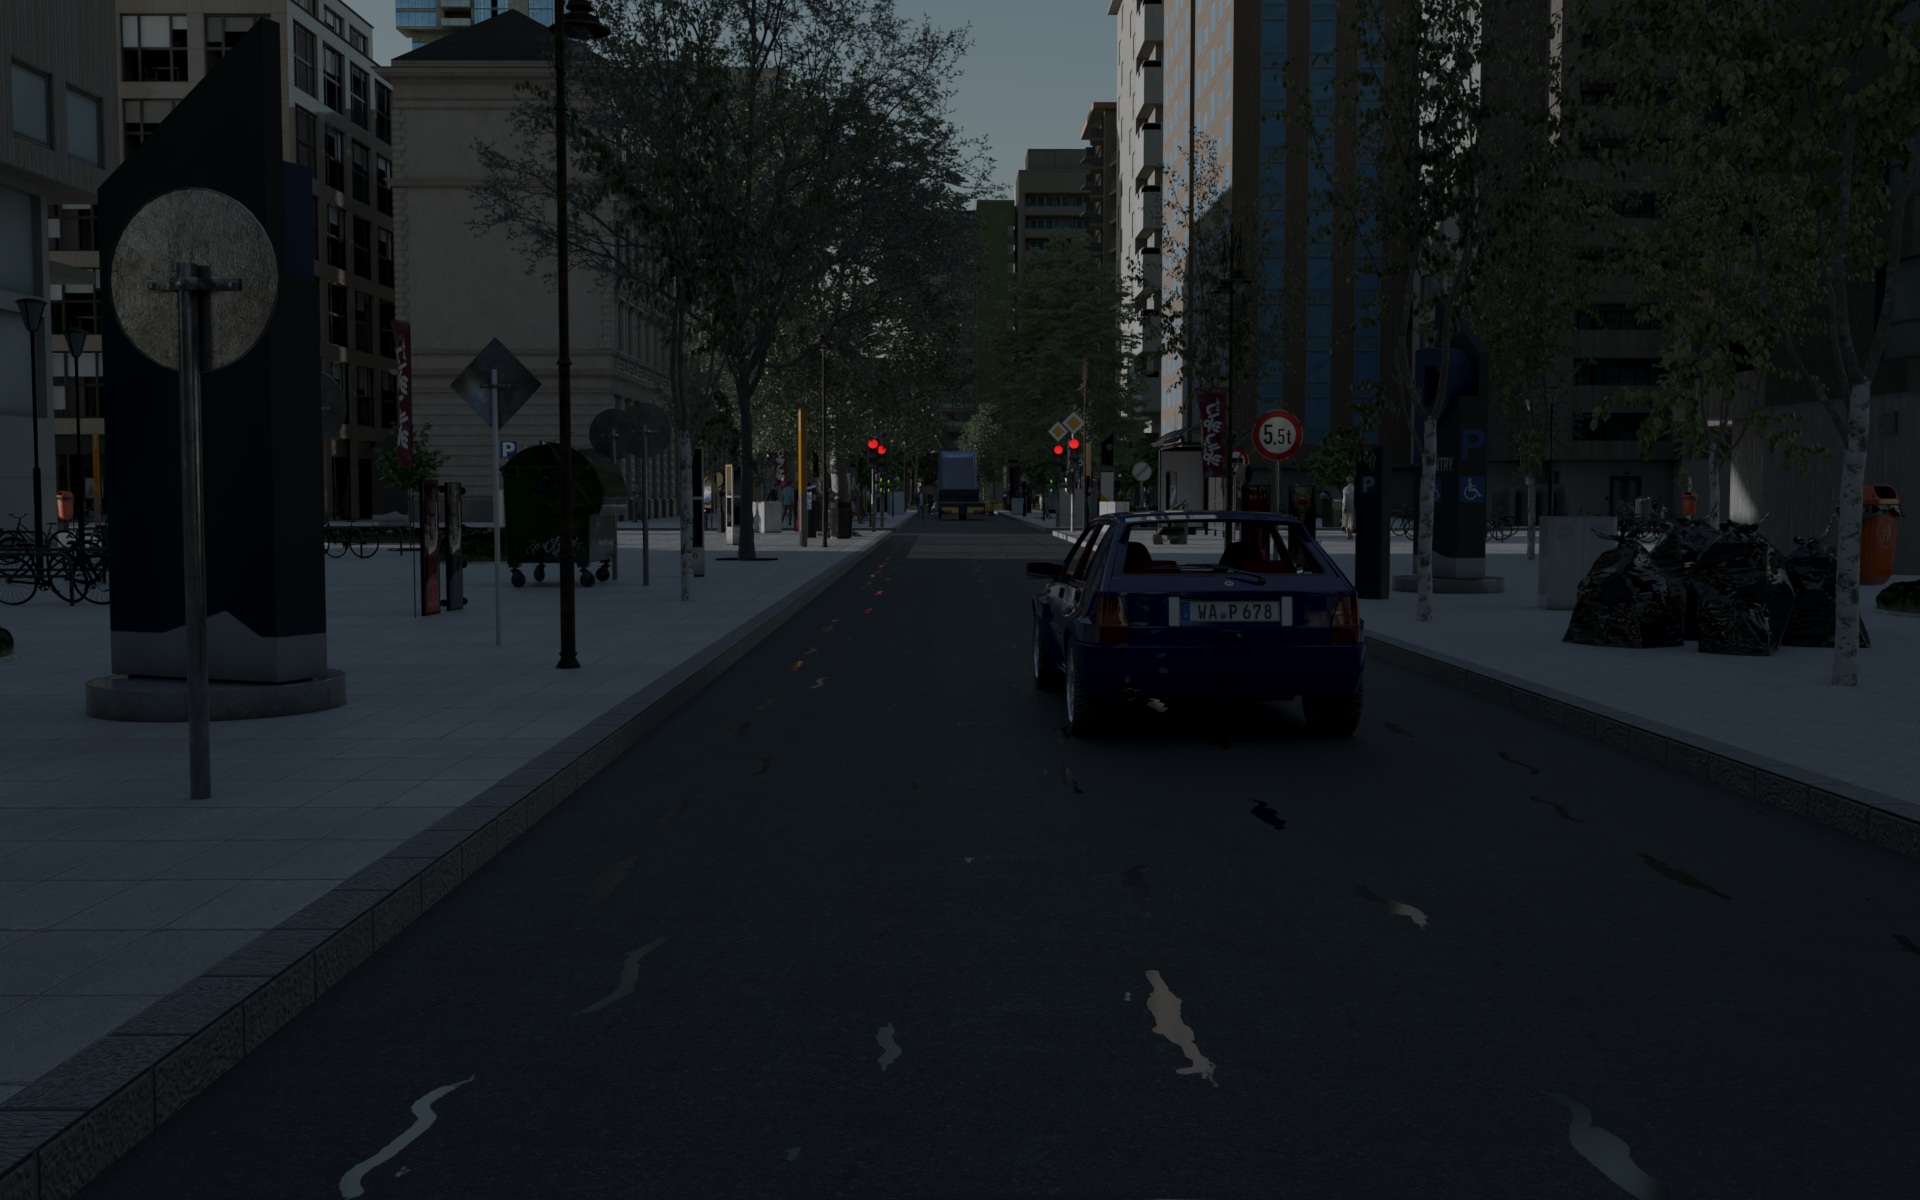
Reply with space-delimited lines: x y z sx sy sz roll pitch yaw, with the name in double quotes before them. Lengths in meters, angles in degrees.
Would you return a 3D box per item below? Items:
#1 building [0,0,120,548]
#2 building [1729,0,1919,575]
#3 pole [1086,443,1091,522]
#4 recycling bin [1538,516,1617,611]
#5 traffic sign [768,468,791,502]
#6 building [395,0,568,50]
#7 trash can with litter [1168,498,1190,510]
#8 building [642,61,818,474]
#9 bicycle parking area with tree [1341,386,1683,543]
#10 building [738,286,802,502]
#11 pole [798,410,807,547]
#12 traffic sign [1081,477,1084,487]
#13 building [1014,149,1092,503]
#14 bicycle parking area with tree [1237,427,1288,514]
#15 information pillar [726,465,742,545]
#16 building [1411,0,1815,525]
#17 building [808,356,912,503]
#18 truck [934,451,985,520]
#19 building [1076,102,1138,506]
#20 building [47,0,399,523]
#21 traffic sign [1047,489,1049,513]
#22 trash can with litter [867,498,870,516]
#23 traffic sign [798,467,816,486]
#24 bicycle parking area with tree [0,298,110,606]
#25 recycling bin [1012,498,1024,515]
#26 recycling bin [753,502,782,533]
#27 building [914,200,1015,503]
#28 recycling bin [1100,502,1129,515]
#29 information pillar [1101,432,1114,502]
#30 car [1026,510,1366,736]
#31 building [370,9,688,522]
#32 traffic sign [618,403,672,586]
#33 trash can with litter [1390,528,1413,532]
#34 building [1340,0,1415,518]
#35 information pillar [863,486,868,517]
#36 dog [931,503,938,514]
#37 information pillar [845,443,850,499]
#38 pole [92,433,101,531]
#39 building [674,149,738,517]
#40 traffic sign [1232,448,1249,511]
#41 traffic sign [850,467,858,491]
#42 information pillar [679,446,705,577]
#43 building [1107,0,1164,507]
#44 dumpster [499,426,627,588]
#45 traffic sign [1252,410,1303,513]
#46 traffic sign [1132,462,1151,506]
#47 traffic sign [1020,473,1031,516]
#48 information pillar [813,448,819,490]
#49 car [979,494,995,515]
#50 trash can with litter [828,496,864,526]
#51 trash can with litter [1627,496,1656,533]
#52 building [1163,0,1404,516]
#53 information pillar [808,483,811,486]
"building" -34.169 -26.929 29.529 27.495 52.752 28.713 0 4 -1
"building" 21.848 -16.004 33.368 14.160 30.474 14.107 0 4 -1
"pole" 5.120 -4.609 69.194 0.158 3.312 0.155 0 3 0
"recycling bin" 6.901 -0.418 19.382 0.722 1.027 0.722 1 4 10
"traffic sign" -6.957 -4.083 66.759 0.884 2.594 0.081 0 4 5
"building" -65.832 -57.025 245.027 31.000 86.520 22.319 0 4 -1
"trash can with litter" 5.323 -1.995 44.009 1.055 1.170 0.624 0 3 0
"building" -31.515 -35.173 194.679 30.456 49.044 23.786 0 4 -1
"bicycle parking area with tree" 16.205 -3.784 48.877 9.016 4.147 8.231 2 4 26
"building" -29.307 -19.067 156.777 27.650 21.520 28.899 0 4 -1
"pole" -3.809 -2.943 41.965 0.158 3.312 0.155 0 3 0
"traffic sign" 7.285 -6.063 101.266 0.606 2.300 0.079 1 4 8
"building" 18.318 -38.052 245.855 21.600 48.544 21.300 0 4 -1
"bicycle parking area with tree" 14.653 -5.338 74.277 8.231 4.147 9.016 1 4 11
"information pillar" -5.661 -2.381 43.421 0.304 2.012 0.304 -3 5 -41
"building" 30.956 -19.153 84.857 14.107 30.474 14.160 0 4 -1
"building" -21.652 -24.787 250.300 28.899 21.520 27.650 0 4 -1
"truck" -0.030 -6.936 103.166 2.967 4.110 18.799 0 4 -1
"building" 24.749 -32.860 191.892 22.147 44.769 28.867 0 4 -1
"building" -46.786 -17.240 86.392 34.151 26.468 19.350 0 4 -1
"traffic sign" 5.093 -6.110 99.999 0.768 2.556 0.104 0 4 4
"trash can with litter" -6.005 -5.486 100.753 2.233 1.210 1.678 -1 4 -19
"traffic sign" -7.183 -4.973 81.314 0.884 2.594 0.081 0 4 1
"bicycle parking area with tree" -13.285 -2.197 22.924 9.016 4.147 8.231 1 4 9
"recycling bin" 3.562 -5.721 106.100 0.722 1.027 0.722 1 4 11
"recycling bin" -6.391 -2.735 57.273 0.722 1.027 0.722 -3 5 -45
"building" 0.507 -34.190 242.607 14.086 41.232 14.154 0 4 -1
"recycling bin" 5.087 -2.721 57.039 0.722 1.027 0.722 3 5 45
"information pillar" 5.621 -4.561 65.924 0.504 3.616 0.183 1 4 15
"car" 1.450 0.060 11.605 1.945 1.354 3.894 0 4 -2
"building" -20.528 -15.771 86.734 11.050 23.489 19.941 0 4 -1
"traffic sign" -4.399 -1.473 24.186 0.768 2.556 0.104 0 4 2
"trash can with litter" 15.443 -2.922 58.840 2.233 1.210 1.678 0 4 6
"building" 21.381 -27.486 99.511 14.600 45.320 14.200 0 4 -1
"information pillar" -5.260 -6.391 95.847 0.183 3.616 0.504 -1 4 -20
"dog" -2.024 -6.711 126.568 0.800 0.831 0.513 3 5 44
"information pillar" -4.522 -4.713 68.417 0.183 3.616 0.504 -3 4 -39
"pole" -28.857 -3.918 57.904 0.158 3.312 0.155 0 3 0
"building" -23.281 -17.032 111.750 16.112 22.955 30.059 0 4 -1
"traffic sign" 7.516 -2.895 47.440 0.768 2.556 0.104 0 4 5
"traffic sign" -5.168 -4.977 81.479 0.768 2.556 0.104 0 4 7
"information pillar" -4.148 -1.365 26.815 0.304 2.012 0.304 -2 4 -25
"building" 29.384 -35.097 163.077 28.713 52.752 27.495 0 4 -1
"dumpster" -5.623 -1.344 24.470 1.502 2.255 1.985 0 4 -1
"traffic sign" 4.790 -1.597 26.209 0.768 2.556 0.104 0 4 4
"traffic sign" 7.194 -4.192 68.649 0.768 2.556 0.104 0 4 0
"traffic sign" 3.839 -6.145 100.582 0.768 2.556 0.104 0 4 3
"information pillar" -7.247 -5.856 87.104 0.183 3.616 0.504 -2 4 -31
"car" 1.429 -6.610 118.301 2.015 1.641 3.980 0 4 -2
"trash can with litter" -5.299 -3.653 70.780 2.233 1.210 1.678 3 5 39
"trash can with litter" 22.987 -2.821 57.180 2.233 1.210 1.678 0 4 -6
"building" 22.342 -29.005 124.344 14.600 45.320 14.200 0 4 -1
"information pillar" -7.420 -4.847 83.733 0.304 2.012 0.304 3 4 37
